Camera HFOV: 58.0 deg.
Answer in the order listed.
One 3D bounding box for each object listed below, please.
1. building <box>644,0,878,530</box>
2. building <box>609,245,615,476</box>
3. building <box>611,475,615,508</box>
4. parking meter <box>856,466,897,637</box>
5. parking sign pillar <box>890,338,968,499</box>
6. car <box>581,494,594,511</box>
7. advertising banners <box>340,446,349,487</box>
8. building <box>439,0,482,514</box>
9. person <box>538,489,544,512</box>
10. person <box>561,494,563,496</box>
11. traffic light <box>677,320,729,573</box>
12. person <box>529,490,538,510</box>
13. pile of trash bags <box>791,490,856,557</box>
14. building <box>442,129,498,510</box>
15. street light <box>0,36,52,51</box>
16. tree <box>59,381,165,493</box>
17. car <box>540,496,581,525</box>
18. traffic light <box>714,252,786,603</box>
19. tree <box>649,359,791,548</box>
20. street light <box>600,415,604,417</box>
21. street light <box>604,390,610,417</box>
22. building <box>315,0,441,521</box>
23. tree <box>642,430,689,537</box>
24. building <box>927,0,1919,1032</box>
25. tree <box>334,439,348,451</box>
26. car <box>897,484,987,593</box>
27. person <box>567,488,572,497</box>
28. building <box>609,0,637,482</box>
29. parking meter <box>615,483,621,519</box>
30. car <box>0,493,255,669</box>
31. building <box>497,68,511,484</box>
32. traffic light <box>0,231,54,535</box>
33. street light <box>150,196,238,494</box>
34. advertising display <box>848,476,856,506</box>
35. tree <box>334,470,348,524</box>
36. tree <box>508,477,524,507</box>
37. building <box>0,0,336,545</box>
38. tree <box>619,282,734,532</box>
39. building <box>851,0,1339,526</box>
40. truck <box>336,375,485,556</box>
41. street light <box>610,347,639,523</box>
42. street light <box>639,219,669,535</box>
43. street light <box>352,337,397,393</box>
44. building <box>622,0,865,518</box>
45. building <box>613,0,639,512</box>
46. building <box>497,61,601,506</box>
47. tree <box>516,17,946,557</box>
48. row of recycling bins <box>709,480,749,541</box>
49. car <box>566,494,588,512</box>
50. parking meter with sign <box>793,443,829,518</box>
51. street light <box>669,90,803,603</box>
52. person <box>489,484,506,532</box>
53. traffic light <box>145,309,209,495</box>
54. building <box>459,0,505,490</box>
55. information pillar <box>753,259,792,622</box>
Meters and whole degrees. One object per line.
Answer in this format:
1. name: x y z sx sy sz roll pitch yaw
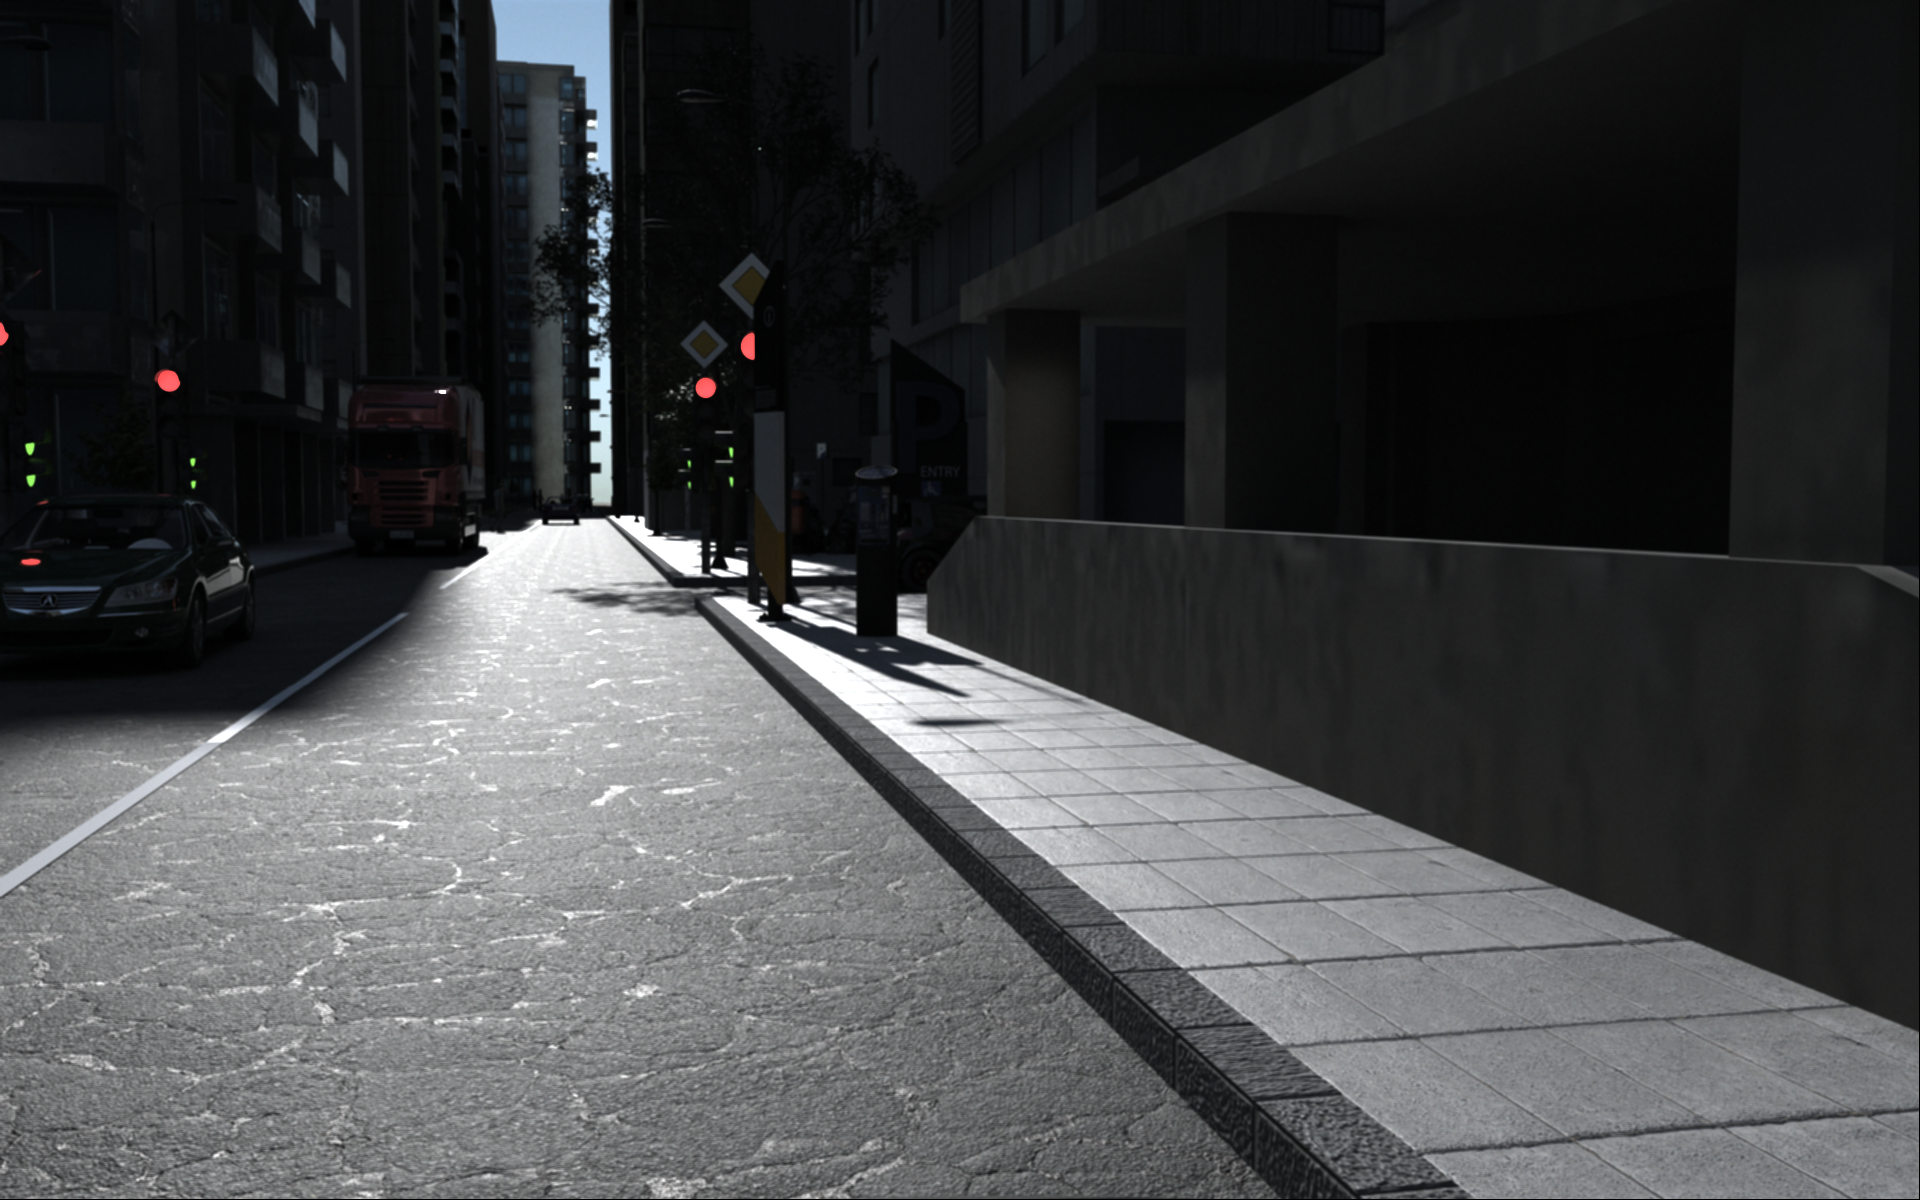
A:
1. building: -5.608 -18.155 68.531 14.160 30.474 14.107 -1 4 -12
2. building: -31.642 -25.716 192.161 14.107 30.474 14.160 -1 4 -12
3. building: -17.319 -29.059 166.996 32.217 40.220 23.993 -1 4 -12
4. parking meter: -0.754 -0.445 15.684 0.372 1.533 0.369 0 3 0
5. parking sign pillar: -0.536 -2.546 30.093 1.447 3.967 1.447 -1 4 -10
6. car: -31.503 -8.086 143.996 2.131 1.459 4.920 -1 4 -12
7. advertising banners: -22.136 -4.150 64.040 0.090 3.025 2.074 2 4 34
8. building: -42.519 -48.805 110.641 22.319 86.520 31.000 -1 4 -12
9. person: -33.688 -7.992 139.153 0.705 1.826 1.348 0 4 3
10. person: -35.391 -8.692 153.871 0.557 1.426 1.065 -1 4 -14
11. traffic light: -4.148 -2.393 28.052 0.839 4.253 0.868 -1 4 -12
12. person: -37.727 -8.868 153.454 1.348 1.831 0.705 3 5 44
13. pile of trash bags: -3.015 -1.667 37.004 1.912 1.369 3.447 1 4 13
14. building: -44.074 -22.268 135.779 14.160 30.474 14.107 -1 4 -12
15. street light: -9.923 -2.759 17.645 1.470 5.913 1.316 -1 4 -12
16. tree: -14.044 -2.128 29.396 1.663 3.219 1.824 0 3 0
17. car: -19.090 -4.295 82.810 1.945 1.354 3.894 -1 4 -13
18. traffic light: -2.441 -1.916 20.251 0.839 4.253 0.868 -1 4 -12
19. tree: -5.743 -3.547 41.703 4.285 4.588 4.351 0 3 0
20. street light: -20.364 -7.884 101.437 1.470 5.913 1.316 -1 4 -12
21. street light: -15.058 -6.424 77.567 1.470 5.913 1.316 -1 4 -12
22. building: -33.326 -24.572 85.354 14.154 41.232 14.086 -1 4 -12
23. tree: -8.975 -3.519 52.130 1.663 3.219 1.824 0 3 0
24. building: 16.913 -19.543 11.405 32.217 40.220 23.993 -1 4 -12
25. tree: -22.664 -5.110 67.264 4.285 4.588 4.351 0 3 0
26. car: 0.662 -0.993 26.019 4.222 1.686 2.009 -1 4 -12
27. person: -24.269 -6.045 107.436 0.705 1.812 1.348 -1 4 -20
28. building: -22.132 -30.327 145.959 14.600 45.320 14.200 -1 4 -12
29. parking meter: -17.960 -5.206 90.830 0.255 1.863 0.399 -1 4 -17
30. car: -7.525 -0.226 15.496 2.131 1.459 4.920 -1 4 -14
31. building: -50.295 -29.427 164.727 14.086 41.232 14.154 -1 4 -12
32. traffic light: -10.215 -1.812 18.540 0.839 4.253 0.868 -1 4 -12
33. street light: -11.954 -3.333 27.038 1.470 5.913 1.316 -1 4 -12
34. advertising display: -3.704 -3.425 61.212 0.123 1.923 0.974 -2 4 -30
35. tree: -26.238 -4.905 74.806 1.663 3.219 1.824 0 3 0
36. tree: -45.306 -11.058 175.398 1.663 3.219 1.824 0 3 0
37. building: -28.185 -25.888 42.881 23.786 49.044 30.456 -1 4 -12
38. tree: -9.205 -6.577 57.897 4.737 8.622 4.395 0 3 0
39. building: 12.064 -27.783 43.493 27.495 52.752 28.713 -1 4 -12
40. truck: -13.499 -3.333 43.412 2.839 4.237 11.283 -1 4 -12
41. street light: -9.970 -4.966 53.733 1.470 5.913 1.316 -1 4 -12
42. street light: -4.679 -3.488 29.568 1.470 5.913 1.316 -1 4 -12
43. street light: -17.351 -4.818 51.322 1.470 5.913 1.316 -1 4 -12
44. building: -14.386 -20.743 110.849 14.160 30.474 14.107 -1 4 -12
45. building: -15.372 -42.190 128.062 20.563 71.187 20.611 -1 4 -12
46. building: -55.354 -34.922 190.587 30.456 49.044 23.786 -1 4 -12
47. tree: -4.705 -6.139 34.783 8.767 10.594 7.601 -1 4 -9
48. row of recycling bins: -6.392 -2.556 48.901 1.069 1.692 3.534 -1 4 -18
49. car: -30.352 -7.608 136.185 2.131 1.459 4.920 -1 4 -12
50. parking meter with sign: -5.283 -3.808 58.520 1.738 3.016 0.543 -3 5 -43
51. street light: -2.570 -2.916 20.211 1.470 5.913 1.316 -1 4 -12
52. person: -17.385 -3.475 65.433 0.709 1.813 0.853 3 4 39
53. traffic light: -11.922 -2.289 26.341 0.839 4.253 0.868 -1 4 -12
54. building: -47.151 -30.536 149.375 14.600 45.320 14.200 -1 4 -12
55. information pillar: -1.926 -1.603 17.558 0.183 3.616 0.504 -3 4 -36
